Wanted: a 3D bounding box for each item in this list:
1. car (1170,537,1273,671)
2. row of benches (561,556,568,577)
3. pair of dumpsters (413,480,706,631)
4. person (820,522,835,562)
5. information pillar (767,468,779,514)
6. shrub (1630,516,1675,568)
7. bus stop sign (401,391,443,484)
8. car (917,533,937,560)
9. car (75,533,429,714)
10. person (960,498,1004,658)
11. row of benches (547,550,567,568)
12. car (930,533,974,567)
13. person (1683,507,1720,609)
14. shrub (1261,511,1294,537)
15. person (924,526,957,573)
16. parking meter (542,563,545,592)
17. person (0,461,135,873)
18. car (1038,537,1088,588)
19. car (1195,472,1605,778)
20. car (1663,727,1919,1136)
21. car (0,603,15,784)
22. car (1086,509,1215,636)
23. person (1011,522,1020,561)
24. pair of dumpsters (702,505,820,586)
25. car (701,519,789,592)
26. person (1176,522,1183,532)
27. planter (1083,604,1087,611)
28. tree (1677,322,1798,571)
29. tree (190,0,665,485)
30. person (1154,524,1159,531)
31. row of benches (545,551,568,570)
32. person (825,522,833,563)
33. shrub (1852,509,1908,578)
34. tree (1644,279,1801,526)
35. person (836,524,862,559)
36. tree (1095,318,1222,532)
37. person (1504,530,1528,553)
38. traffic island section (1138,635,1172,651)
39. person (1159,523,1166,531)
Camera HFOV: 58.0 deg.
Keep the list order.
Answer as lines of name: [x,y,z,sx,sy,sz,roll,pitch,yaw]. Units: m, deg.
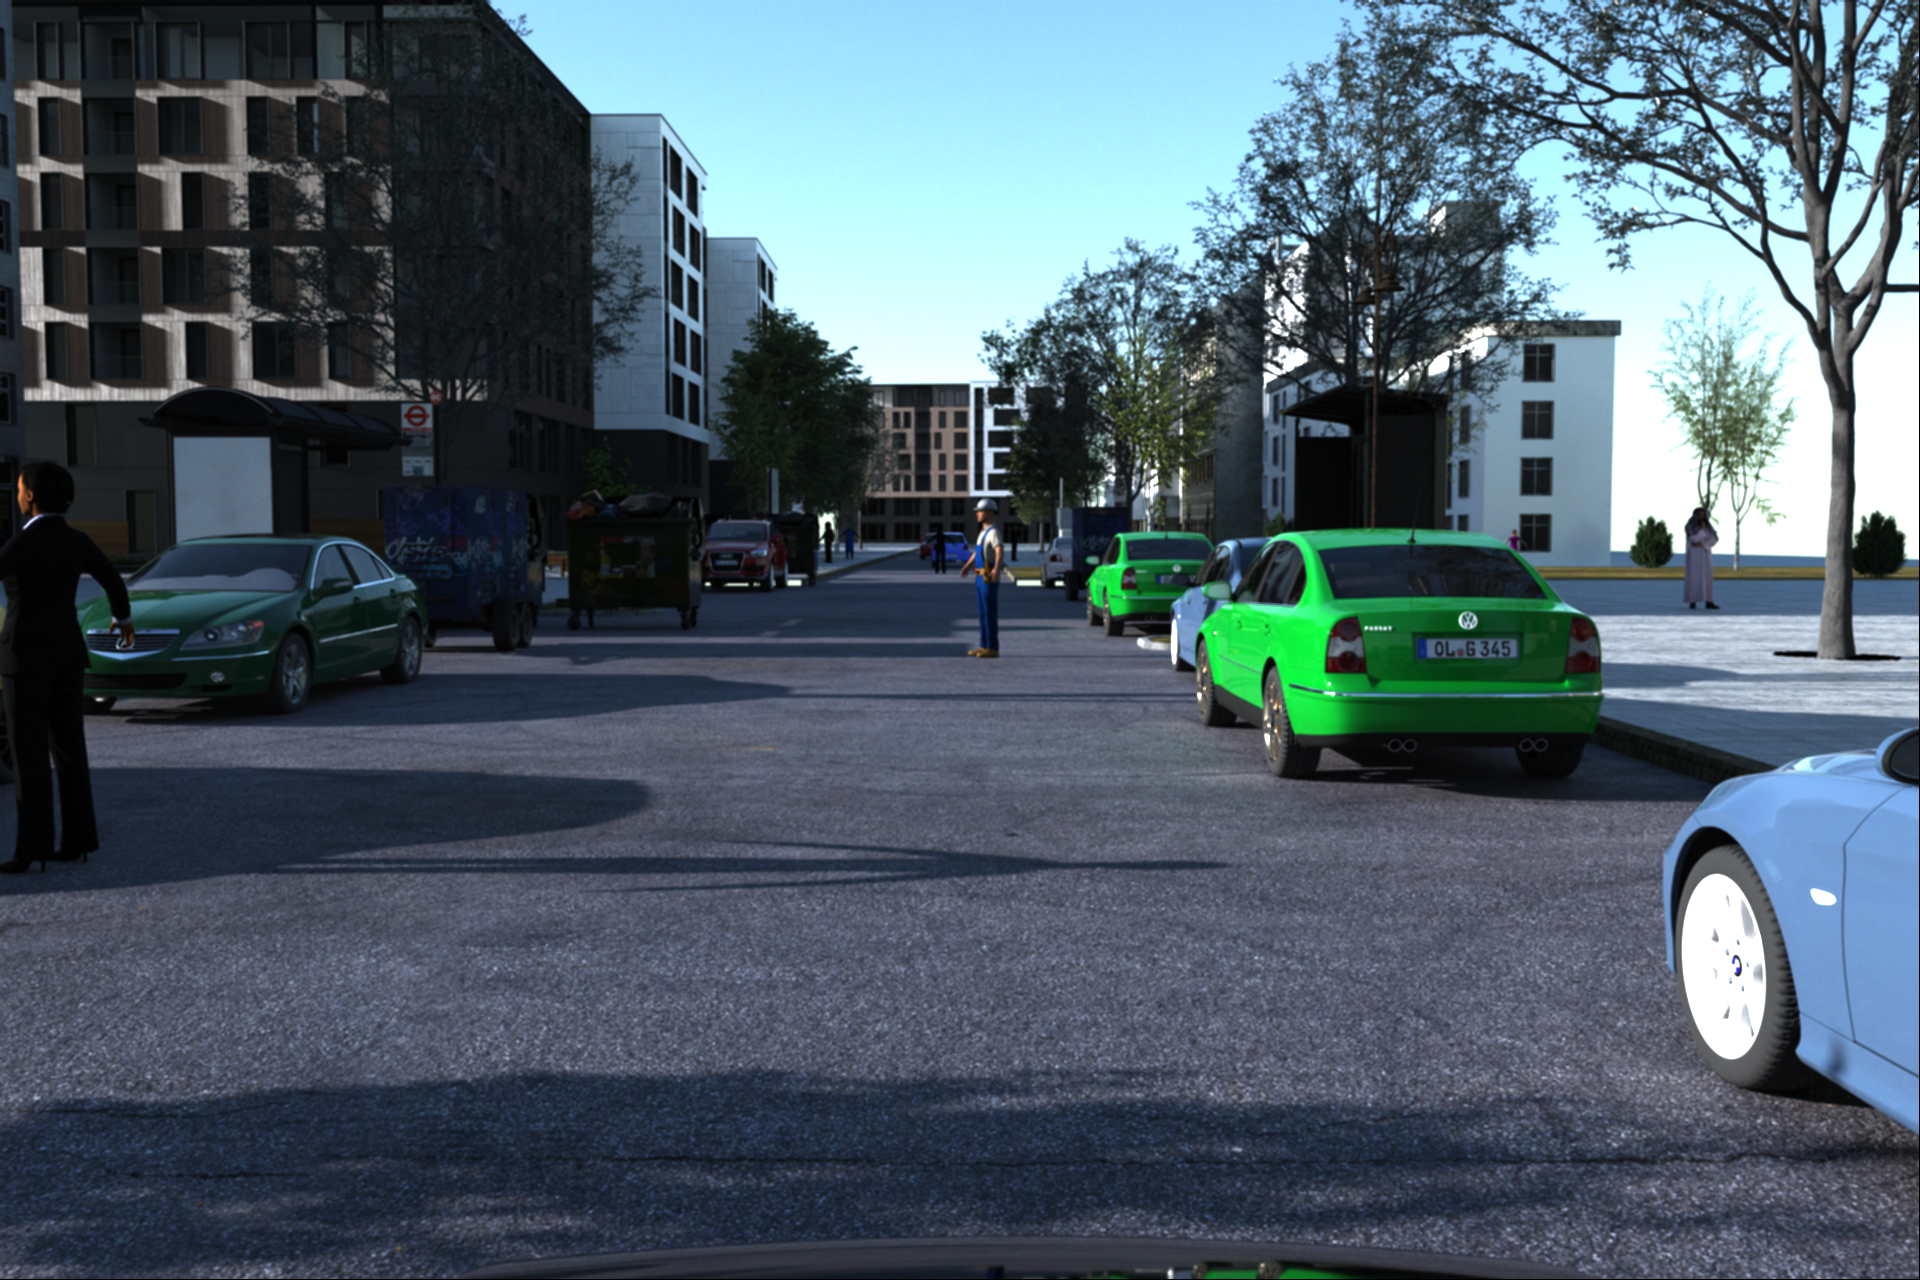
car: [3.073,-0.281,16.596,2.014,1.417,4.499,0,4,1]
row of benches: [-11.146,-2.340,53.730,1.422,0.672,4.104,1,4,17]
pair of dumpsters: [-6.123,-1.296,26.146,4.436,2.255,1.574,0,4,0]
person: [-6.077,-4.513,79.549,0.705,1.858,1.354,-2,4,-34]
information pillar: [-6.738,-4.354,62.501,0.184,3.620,1.656,0,4,2]
shrub: [25.942,-3.702,64.942,1.690,2.028,1.600,0,3,0]
bus stop sign: [-9.957,-2.667,32.305,0.855,3.939,0.416,0,4,0]
car: [-1.352,-5.491,98.826,2.155,1.783,4.494,0,3,0]
car: [-6.187,-0.213,15.284,2.131,1.459,4.920,0,4,1]
person: [0.293,-0.726,20.187,0.705,1.847,1.347,-1,4,-16]
row of benches: [-14.529,-3.056,65.423,4.104,0.672,1.422,2,4,28]
car: [-0.378,-4.054,75.874,1.945,1.707,3.694,0,4,1]
person: [12.709,-1.410,29.771,0.551,1.740,0.621,-1,4,-21]
shrub: [10.405,-3.162,56.120,1.690,2.028,1.600,0,3,0]
person: [-0.708,-3.298,63.100,1.216,1.740,0.721,0,4,3]
parking meter: [-9.413,-1.838,38.460,0.372,1.533,0.369,0,3,0]
person: [-3.990,0.106,7.441,0.721,1.740,1.216,1,4,16]
car: [3.185,-2.138,47.325,2.083,1.381,4.827,0,4,0]
car: [2.697,-0.168,11.544,1.959,1.807,4.718,0,4,-1]
car: [2.864,0.549,3.021,2.014,1.417,4.499,0,4,-1]
car: [-6.261,0.100,8.585,2.015,1.641,3.980,0,3,0]
car: [2.906,-1.033,25.692,1.959,1.807,4.718,0,4,-1]
person: [2.609,-4.679,82.440,0.705,1.837,1.347,-1,4,-12]
pair of dumpsters: [-6.111,-2.625,47.871,4.436,2.255,1.574,0,4,0]
car: [-5.612,-2.186,44.417,2.281,1.827,5.304,0,4,1]
person: [10.105,-4.531,80.053,0.705,1.833,1.349,1,4,19]
planter: [3.363,-0.721,32.920,1.991,0.319,1.994,0,3,0]
tree: [26.992,-6.694,59.810,4.360,8.622,3.978,0,3,0]
tree: [-11.668,-7.866,38.978,12.009,13.543,11.850,0,3,0]
person: [9.886,-4.983,87.658,0.705,1.806,1.347,-1,4,-11]
row of benches: [-14.384,-2.841,61.919,4.104,0.672,1.422,1,4,12]
person: [-5.796,-4.320,76.826,0.705,1.806,1.347,0,4,1]
shrub: [26.989,-2.845,50.936,1.690,2.028,1.600,0,3,0]
tree: [21.807,-6.157,51.031,4.360,8.622,3.978,0,3,0]
person: [-5.600,-4.992,87.746,1.347,1.817,0.704,0,4,4]
tree: [6.828,-6.698,59.868,4.737,8.622,4.395,0,3,0]
person: [18.692,-3.011,58.489,0.991,1.433,0.599,0,4,1]
traffic island section: [3.293,0.046,22.112,1.991,0.108,1.994,0,4,1]
person: [8.621,-4.166,74.577,0.721,1.772,1.216,-2,4,-24]
